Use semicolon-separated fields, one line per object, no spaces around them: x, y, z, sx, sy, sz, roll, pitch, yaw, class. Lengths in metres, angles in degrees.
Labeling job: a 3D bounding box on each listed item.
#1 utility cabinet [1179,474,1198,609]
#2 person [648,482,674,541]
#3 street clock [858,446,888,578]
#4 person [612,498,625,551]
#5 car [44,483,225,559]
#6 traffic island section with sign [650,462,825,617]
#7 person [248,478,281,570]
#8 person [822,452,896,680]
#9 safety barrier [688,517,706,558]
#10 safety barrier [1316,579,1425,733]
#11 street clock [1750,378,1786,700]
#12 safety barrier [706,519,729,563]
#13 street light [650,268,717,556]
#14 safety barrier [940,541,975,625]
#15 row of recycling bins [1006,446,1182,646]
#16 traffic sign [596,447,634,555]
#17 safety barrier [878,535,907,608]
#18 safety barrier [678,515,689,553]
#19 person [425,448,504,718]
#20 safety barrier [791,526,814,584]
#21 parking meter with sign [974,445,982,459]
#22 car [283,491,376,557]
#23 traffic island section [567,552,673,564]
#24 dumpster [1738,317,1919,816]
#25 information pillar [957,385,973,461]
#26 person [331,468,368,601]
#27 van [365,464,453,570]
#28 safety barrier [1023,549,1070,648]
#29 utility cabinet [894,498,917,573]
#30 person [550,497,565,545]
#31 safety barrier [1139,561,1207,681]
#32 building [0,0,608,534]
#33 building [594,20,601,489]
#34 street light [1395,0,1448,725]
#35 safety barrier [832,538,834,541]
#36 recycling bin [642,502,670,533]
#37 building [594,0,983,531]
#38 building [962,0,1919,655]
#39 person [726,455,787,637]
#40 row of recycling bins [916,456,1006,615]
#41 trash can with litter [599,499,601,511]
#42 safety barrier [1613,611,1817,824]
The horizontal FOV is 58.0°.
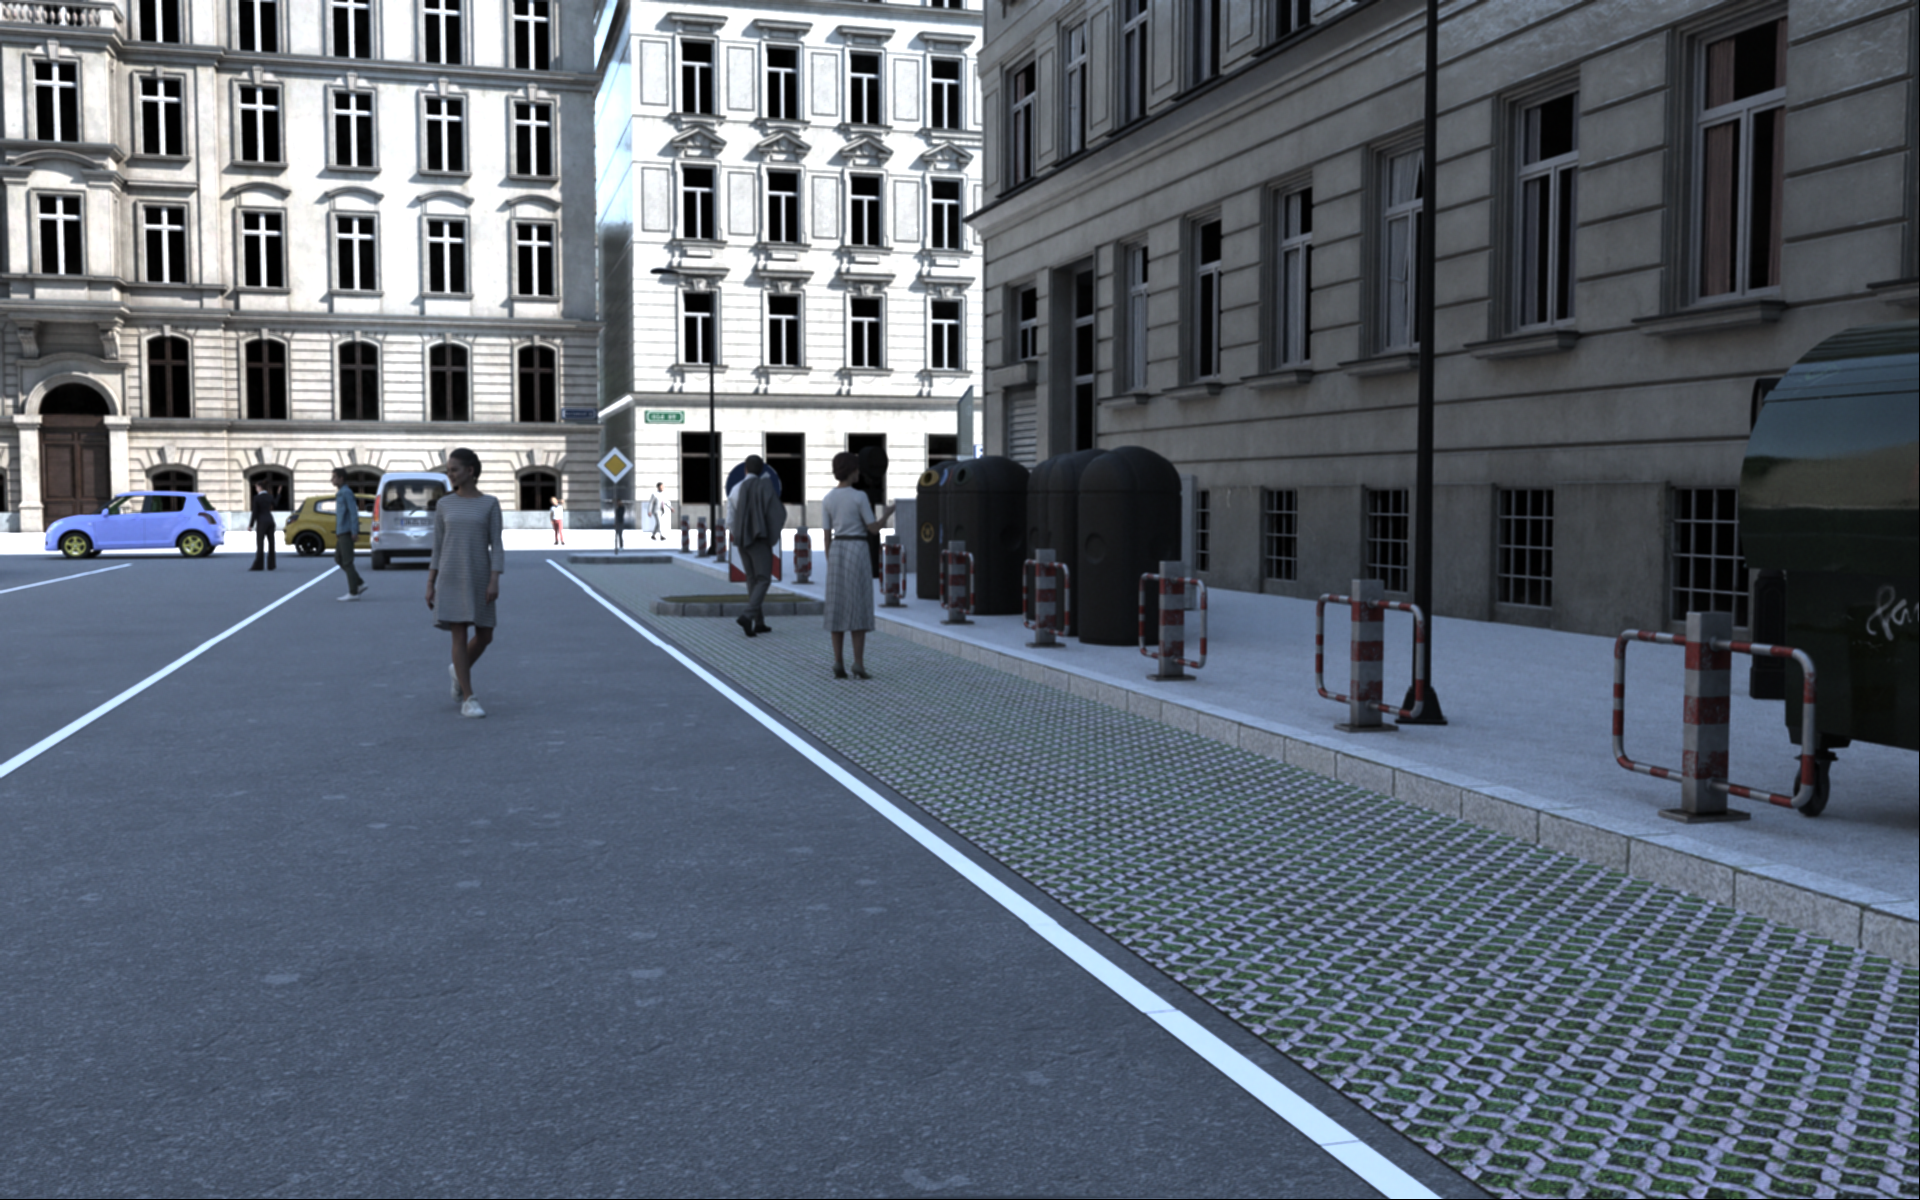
2.041;-0.652;19.342;1.173;1.500;0.318;1;4;19;utility cabinet
-9.287;-2.733;53.450;0.850;1.792;0.678;3;4;36;person
-1.330;-1.336;26.414;0.358;2.002;0.471;3;5;40;street clock
-8.590;-1.910;43.636;0.435;1.345;0.340;3;5;41;person
-18.579;-1.801;39.039;3.694;1.707;1.945;-1;4;-17;car
-2.731;-0.759;21.036;1.989;1.847;2.006;-1;4;-16;traffic island section with sign
-13.097;-1.429;32.674;0.445;1.727;0.742;0;4;3;person
-0.798;-0.265;13.400;0.480;1.755;0.524;2;4;27;person
-5.220;-1.270;35.038;0.300;0.817;1.120;-1;4;-16;safety barrier
2.208;0.298;9.395;0.300;0.817;1.120;-1;4;-16;safety barrier
5.083;-0.383;10.837;0.358;2.002;0.471;1;4;16;street clock
-4.482;-1.113;32.479;0.300;0.817;1.120;-1;4;-16;safety barrier
-5.678;-3.874;35.874;1.470;5.913;1.316;-1;4;-16;street light
-0.029;-0.172;17.090;0.300;0.817;1.120;-1;4;-16;safety barrier
1.254;-0.560;16.271;1.069;1.692;3.534;0;4;-7;row of recycling bins
-7.274;-2.015;36.584;0.795;2.450;0.064;-1;4;-16;traffic sign
-0.767;-0.329;19.657;0.300;0.817;1.120;-1;4;-16;safety barrier
-5.964;-1.427;37.599;0.300;0.817;1.120;-1;4;-16;safety barrier
-3.263;-0.129;11.358;0.466;1.731;0.760;-3;4;-36;person
-2.254;-0.643;24.783;0.300;0.817;1.120;-1;4;-16;safety barrier
0.676;-3.928;60.478;0.543;3.016;1.738;0;4;6;parking meter with sign
-13.724;-1.856;40.566;3.980;1.641;2.015;-1;4;-16;car
-7.254;-0.880;36.668;2.009;0.180;2.903;-1;4;-16;traffic island section
4.092;-0.229;6.234;1.502;2.255;1.985;-1;4;-16;dumpster
0.122;-2.799;37.113;0.183;3.616;0.504;3;4;37;information pillar
-8.210;-0.884;23.289;0.444;1.785;0.601;-1;4;-14;person
-10.752;-1.671;34.325;2.013;2.044;4.112;-1;4;-16;van
0.718;-0.015;14.522;0.300;0.817;1.120;-1;4;-16;safety barrier
-0.561;-1.047;28.276;1.020;1.237;0.306;0;4;-7;utility cabinet
-11.337;-2.226;48.809;0.435;1.345;0.340;0;4;-4;person
1.460;0.142;11.951;0.300;0.817;1.120;-1;4;-16;safety barrier
-30.496;-14.822;61.426;34.723;24.649;14.460;-1;4;-16;building
-23.872;-27.917;140.031;14.154;41.232;14.086;-1;4;-16;building
2.077;-2.257;9.446;1.470;5.913;1.316;-1;4;-16;street light
-1.514;-0.486;22.224;0.300;0.817;1.120;-1;4;-16;safety barrier
-10.007;-2.718;56.986;0.722;1.027;0.722;1;4;14;recycling bin
7.012;-18.168;73.467;44.131;29.872;17.030;-1;4;-16;building
11.327;-11.534;21.867;16.112;22.955;30.059;-1;4;-16;building
-2.050;-0.545;17.507;0.679;1.850;0.850;1;4;20;person
0.173;-0.788;19.993;1.069;1.692;3.534;-1;4;-9;row of recycling bins
-18.938;-4.793;89.424;2.233;1.210;1.678;-3;5;-42;trash can with litter
2.945;0.455;6.830;0.300;0.817;1.120;-1;4;-16;safety barrier
